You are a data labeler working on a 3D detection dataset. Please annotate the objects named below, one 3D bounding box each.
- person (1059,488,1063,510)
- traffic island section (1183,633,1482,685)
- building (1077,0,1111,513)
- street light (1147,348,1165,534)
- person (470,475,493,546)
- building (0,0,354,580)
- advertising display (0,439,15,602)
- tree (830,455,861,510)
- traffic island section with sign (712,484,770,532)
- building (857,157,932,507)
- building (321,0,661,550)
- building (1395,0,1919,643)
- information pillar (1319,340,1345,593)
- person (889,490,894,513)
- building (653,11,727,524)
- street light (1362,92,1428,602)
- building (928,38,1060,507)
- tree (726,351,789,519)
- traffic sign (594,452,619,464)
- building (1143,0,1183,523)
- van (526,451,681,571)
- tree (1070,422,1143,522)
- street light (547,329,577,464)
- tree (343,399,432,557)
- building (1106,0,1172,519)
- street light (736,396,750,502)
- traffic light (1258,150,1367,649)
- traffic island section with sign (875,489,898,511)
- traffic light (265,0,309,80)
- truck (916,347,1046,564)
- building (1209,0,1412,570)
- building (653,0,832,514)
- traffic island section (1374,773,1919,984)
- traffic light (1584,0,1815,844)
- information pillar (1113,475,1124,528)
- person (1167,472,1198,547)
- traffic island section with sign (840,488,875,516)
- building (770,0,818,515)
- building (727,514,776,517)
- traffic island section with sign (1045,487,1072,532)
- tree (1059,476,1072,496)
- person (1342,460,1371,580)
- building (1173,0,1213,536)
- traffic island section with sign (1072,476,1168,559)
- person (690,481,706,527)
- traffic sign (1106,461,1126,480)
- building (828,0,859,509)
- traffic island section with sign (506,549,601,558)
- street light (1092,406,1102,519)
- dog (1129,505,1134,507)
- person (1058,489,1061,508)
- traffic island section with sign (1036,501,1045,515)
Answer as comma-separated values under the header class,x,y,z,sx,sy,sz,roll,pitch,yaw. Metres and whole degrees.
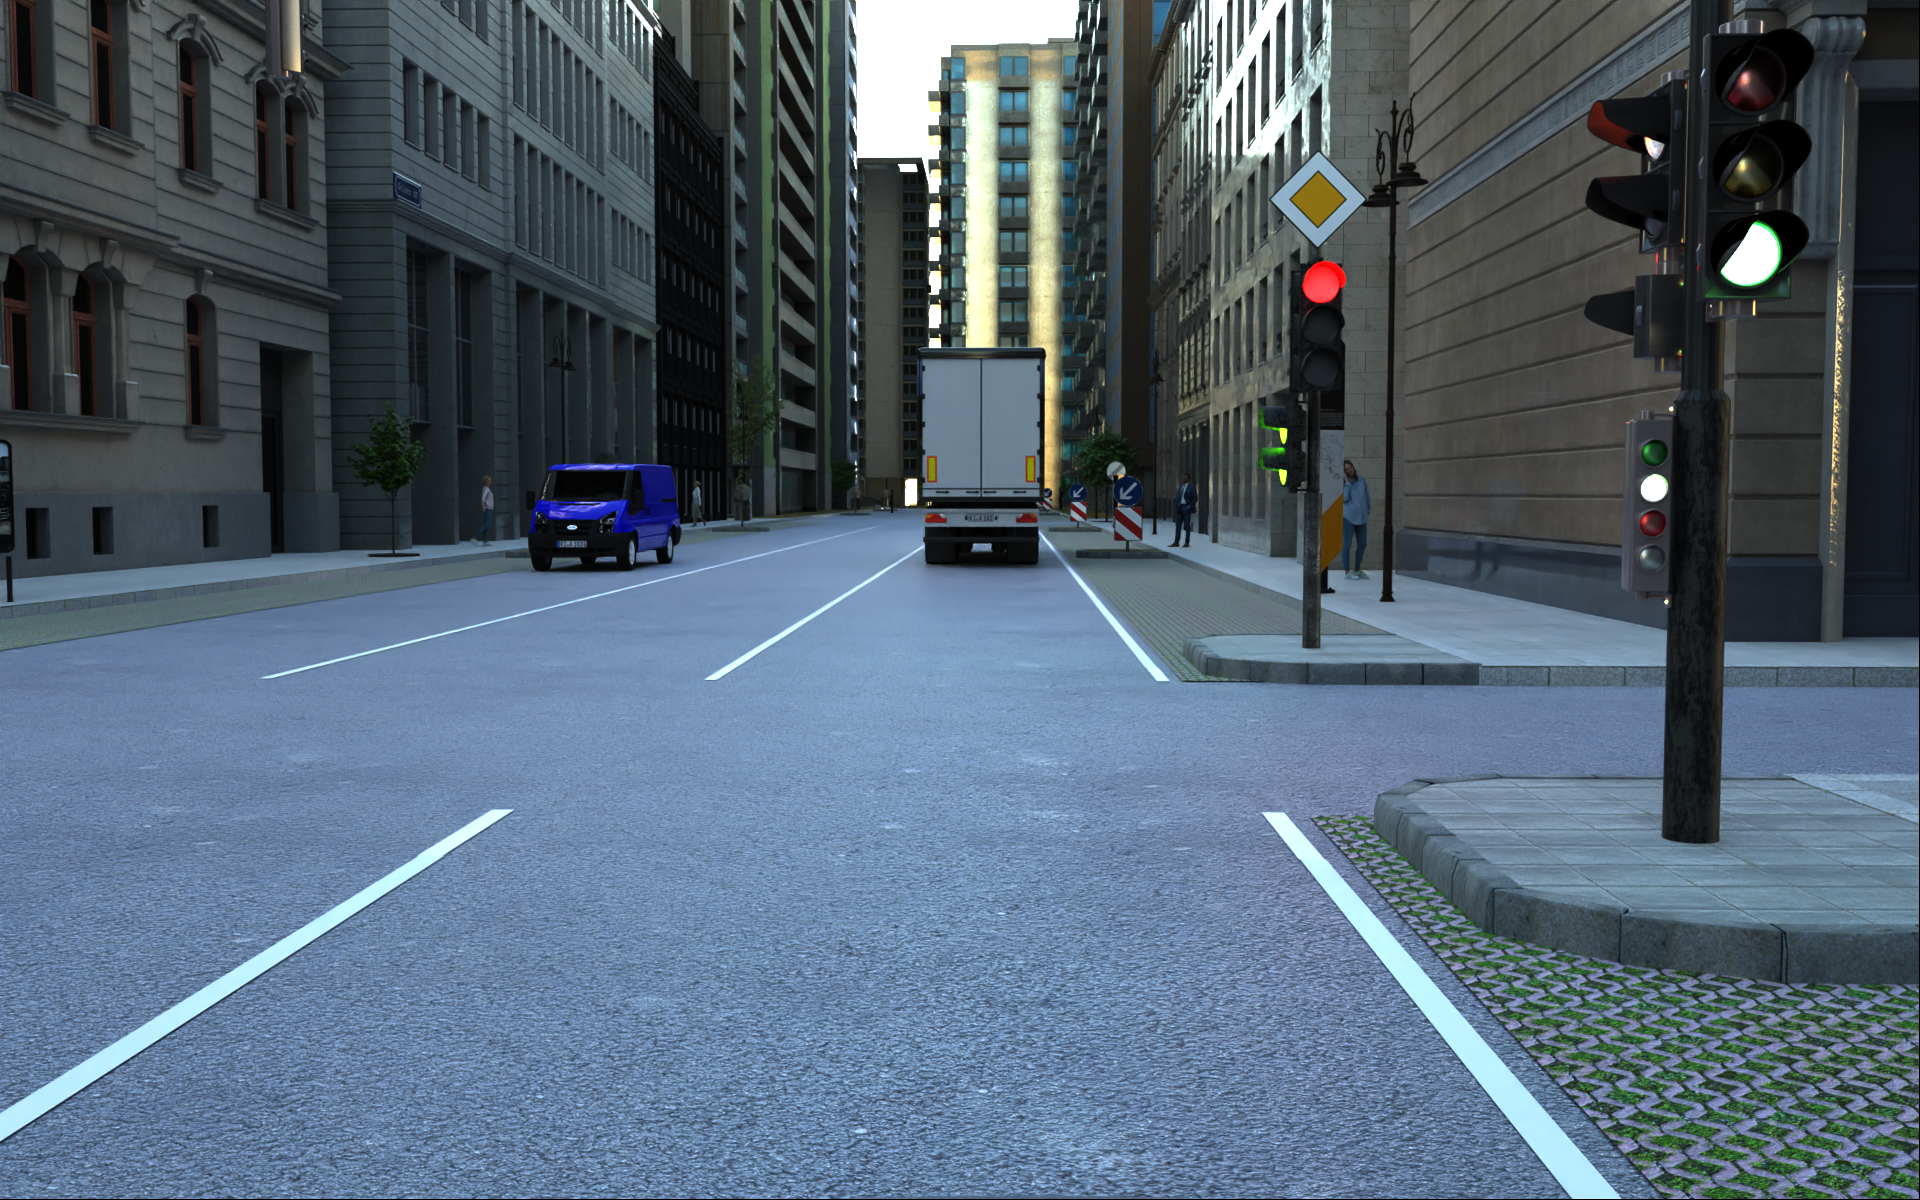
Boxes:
class,x,y,z,sx,sy,sz,roll,pitch,yaw
person,8.170,-8.030,137.857,0.721,1.766,1.217,0,4,3
traffic island section,2.953,0.479,14.454,2.009,0.180,2.903,0,4,2
building,21.109,-32.338,148.330,23.786,49.044,30.456,0,4,2
street light,6.203,-5.029,55.008,0.468,5.910,1.993,0,4,2
person,-11.712,-2.185,42.445,0.598,1.740,0.731,-2,4,-26
building,-20.423,-14.659,27.058,14.401,28.519,23.554,0,4,2
advertising display,-11.600,-0.919,20.239,0.974,1.923,0.123,-3,5,-44
tree,-9.778,-9.736,142.896,4.285,4.588,4.351,0,3,0
traffic island section with sign,-8.350,-3.530,66.344,1.989,1.847,2.006,0,4,2
building,-15.067,-30.486,190.333,23.993,40.220,32.217,0,4,2
building,-17.814,-16.887,53.589,11.434,29.767,29.804,0,4,2
building,16.504,-14.324,20.097,20.117,28.700,13.634,0,4,2
information pillar,4.741,-1.897,22.375,0.504,3.616,0.183,-2,4,-29
person,-5.209,-7.397,130.164,0.721,1.735,1.217,0,4,2
building,-17.843,-15.116,76.818,12.332,23.373,15.834,0,4,2
street light,5.100,-2.918,20.497,0.468,5.910,1.993,0,4,2
building,12.019,-34.559,184.647,30.456,49.044,23.786,0,4,2
tree,-10.856,-8.392,87.570,4.737,8.622,4.395,0,3,0
traffic sign,-10.727,-3.210,52.588,0.768,2.556,0.104,0,4,5
building,15.210,-17.059,76.181,12.463,27.353,25.104,0,4,2
van,-6.970,-1.821,34.152,2.240,2.365,5.245,0,4,2
tree,6.659,-5.861,79.542,4.285,4.588,4.351,0,3,0
street light,-11.118,-4.633,48.545,0.468,5.910,1.993,0,4,2
tree,-11.822,-2.509,35.625,1.663,3.219,1.824,0,3,0
building,15.458,-27.255,95.735,14.600,45.320,14.200,0,4,2
street light,-10.240,-6.683,82.061,0.468,5.910,1.993,0,4,2
traffic light,2.913,-1.555,14.341,0.839,4.253,0.868,0,4,2
traffic island section with sign,-6.217,-8.295,144.250,1.989,1.847,2.006,0,4,2
traffic light,-7.950,-2.446,14.656,4.771,5.953,1.251,0,4,2
truck,0.510,-3.047,38.732,2.839,4.237,11.283,0,4,1
building,11.556,-11.134,36.793,10.420,20.320,16.860,0,4,2
building,-17.598,-27.454,132.470,14.154,41.232,14.086,0,4,2
traffic island section,2.735,0.967,6.471,2.009,0.180,2.903,0,4,2
traffic light,0.602,-1.933,6.274,4.771,5.953,1.251,0,4,2
information pillar,5.961,-3.715,65.234,0.304,2.012,0.304,-3,5,-40
person,5.414,-2.178,41.831,0.721,1.800,0.419,3,5,41
traffic island section with sign,-6.976,-6.599,116.526,1.989,1.847,2.006,0,4,2
building,-21.285,-30.010,114.365,21.300,48.544,21.600,0,4,2
building,-18.311,-25.266,96.692,14.154,41.232,14.086,0,4,2
traffic island section with sign,4.368,-3.508,65.988,1.989,1.847,2.006,0,4,2
tree,9.961,-10.525,166.692,1.663,3.219,1.824,0,3,0
person,5.897,-1.204,25.987,0.793,1.790,0.793,2,4,34
building,12.402,-12.547,54.286,9.793,20.994,18.267,0,4,2
traffic island section with sign,3.629,-1.860,39.043,1.989,1.847,2.006,0,4,2
person,-10.254,-3.768,67.876,0.641,1.798,0.478,0,4,-3
traffic sign,6.101,-4.135,67.720,0.768,2.556,0.104,0,4,6
building,-23.504,-37.471,154.655,28.212,58.520,21.231,0,4,2
traffic island section with sign,-9.087,-1.882,39.399,1.989,1.847,2.006,0,4,2
street light,7.034,-7.111,89.052,0.468,5.910,1.993,0,4,2
dog,8.825,-4.444,87.035,0.513,0.831,0.800,-2,4,-28
person,8.874,-9.064,154.224,0.705,1.826,1.348,0,4,3
traffic island section with sign,5.738,-6.578,116.170,1.989,1.847,2.006,0,4,2
